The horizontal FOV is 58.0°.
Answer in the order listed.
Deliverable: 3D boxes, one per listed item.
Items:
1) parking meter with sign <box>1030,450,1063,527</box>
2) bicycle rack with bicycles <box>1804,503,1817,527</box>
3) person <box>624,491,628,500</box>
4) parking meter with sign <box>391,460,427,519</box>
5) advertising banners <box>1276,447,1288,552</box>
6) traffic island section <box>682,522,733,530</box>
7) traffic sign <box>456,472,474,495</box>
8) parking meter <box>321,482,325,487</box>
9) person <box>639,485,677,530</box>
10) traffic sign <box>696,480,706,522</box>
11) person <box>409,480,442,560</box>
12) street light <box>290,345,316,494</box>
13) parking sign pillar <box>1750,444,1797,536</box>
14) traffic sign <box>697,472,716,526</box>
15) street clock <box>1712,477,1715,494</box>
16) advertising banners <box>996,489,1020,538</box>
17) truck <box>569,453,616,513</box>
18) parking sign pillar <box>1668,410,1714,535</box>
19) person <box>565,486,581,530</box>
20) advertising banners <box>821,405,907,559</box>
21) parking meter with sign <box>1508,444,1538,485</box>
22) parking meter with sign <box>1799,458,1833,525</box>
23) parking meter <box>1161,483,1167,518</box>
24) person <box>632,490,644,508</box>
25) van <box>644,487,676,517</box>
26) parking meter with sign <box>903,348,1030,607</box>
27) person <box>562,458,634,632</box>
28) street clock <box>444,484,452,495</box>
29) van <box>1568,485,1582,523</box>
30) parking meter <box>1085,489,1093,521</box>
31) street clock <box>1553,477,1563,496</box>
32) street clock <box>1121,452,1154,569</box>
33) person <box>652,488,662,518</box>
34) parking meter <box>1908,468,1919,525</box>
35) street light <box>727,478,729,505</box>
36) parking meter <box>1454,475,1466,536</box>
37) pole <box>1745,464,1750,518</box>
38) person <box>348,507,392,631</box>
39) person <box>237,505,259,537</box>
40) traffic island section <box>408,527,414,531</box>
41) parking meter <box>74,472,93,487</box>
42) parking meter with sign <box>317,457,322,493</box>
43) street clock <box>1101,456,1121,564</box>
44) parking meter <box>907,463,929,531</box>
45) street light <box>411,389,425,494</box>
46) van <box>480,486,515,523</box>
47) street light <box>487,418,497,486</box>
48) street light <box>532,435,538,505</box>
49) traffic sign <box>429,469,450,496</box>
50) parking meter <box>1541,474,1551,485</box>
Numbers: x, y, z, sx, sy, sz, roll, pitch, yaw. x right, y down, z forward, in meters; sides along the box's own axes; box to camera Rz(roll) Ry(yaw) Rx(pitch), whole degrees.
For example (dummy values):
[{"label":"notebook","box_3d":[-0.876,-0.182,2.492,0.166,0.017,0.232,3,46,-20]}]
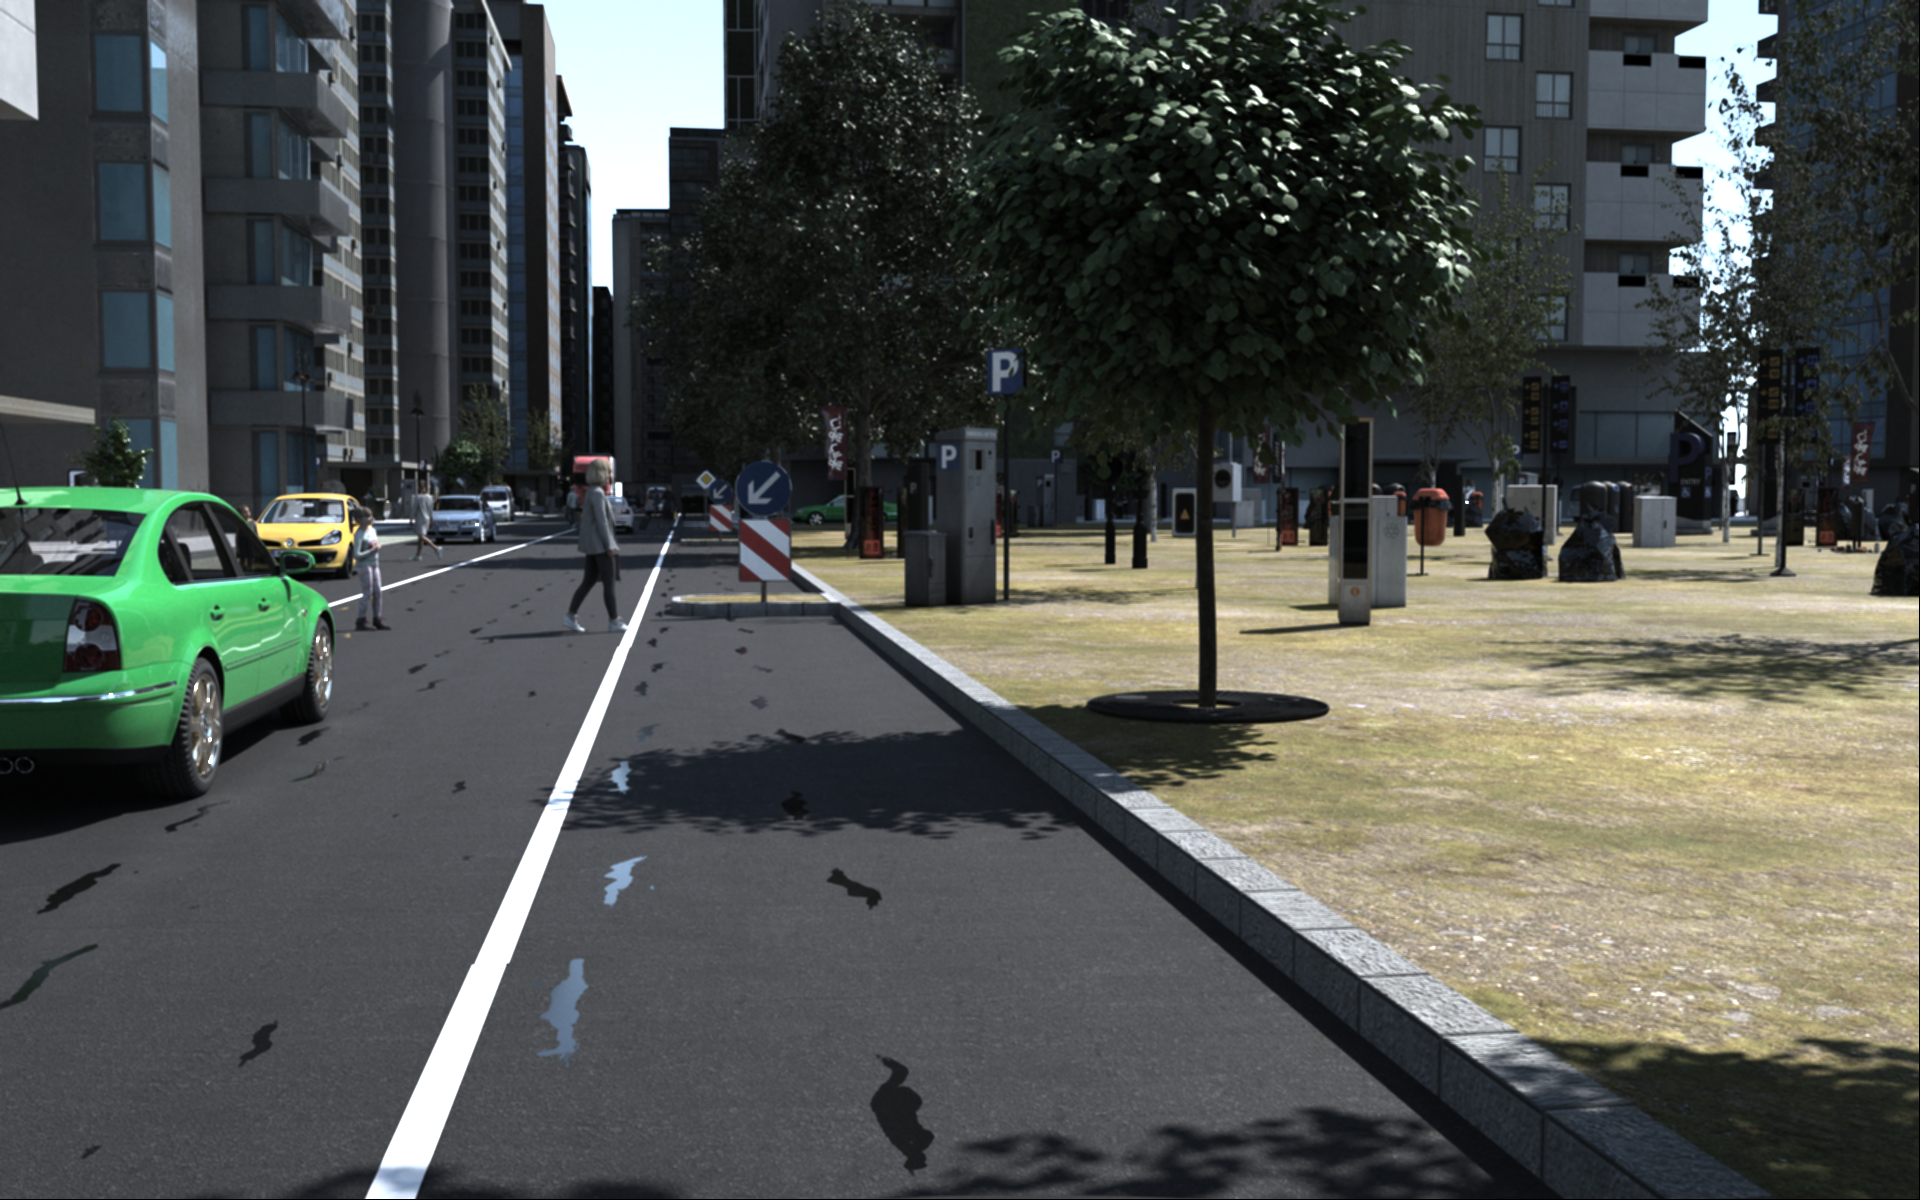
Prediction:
[{"label":"parking meter with sign","box_3d":[3.269,-4.341,67.239,0.543,3.016,1.738,3,4,37]},{"label":"bicycle rack with bicycles","box_3d":[32.955,-3.323,67.719,2.925,0.926,2.852,0,4,0]},{"label":"person","box_3d":[-32.800,-9.812,169.648,0.721,1.743,1.217,-3,5,-39]},{"label":"parking meter with sign","box_3d":[-28.124,-5.630,88.309,1.738,3.016,0.543,-3,5,-40]},{"label":"advertising banners","box_3d":[7.304,-2.645,39.440,0.090,3.025,2.074,1,4,14]},{"label":"traffic island section","box_3d":[-10.285,-2.950,70.517,2.009,0.180,2.903,-1,4,-9]},{"label":"traffic sign","box_3d":[-21.917,-4.470,76.723,0.795,2.450,0.064,-1,4,-9]},{"label":"parking meter","box_3d":[-31.123,-4.842,84.883,0.255,1.863,0.399,-3,5,-41]},{"label":"person","box_3d":[-12.096,-3.725,69.622,1.509,1.804,0.699,1,4,12]},{"label":"traffic sign","box_3d":[-11.546,-4.568,78.325,0.795,2.450,0.064,-1,4,-9]},{"label":"person","box_3d":[-11.530,-1.717,37.325,0.760,1.731,0.466,0,4,1]},{"label":"street light","box_3d":[-20.352,-4.954,53.781,0.468,5.910,1.993,-1,4,-9]},{"label":"parking sign pillar","box_3d":[25.161,-3.964,53.283,1.447,3.967,1.447,-1,4,-10]},{"label":"traffic sign","box_3d":[-10.307,-4.085,70.436,0.795,2.450,0.064,-1,4,-9]},{"label":"street clock","box_3d":[31.011,-4.109,71.753,0.471,2.002,0.358,2,4,25]},{"label":"advertising banners","box_3d":[1.086,-3.307,50.250,0.090,3.025,2.074,3,4,39]},{"label":"truck","box_3d":[-25.547,-8.081,121.037,2.839,4.237,11.283,-1,4,-9]},{"label":"parking sign pillar","box_3d":[23.081,-4.054,54.752,1.447,3.967,1.447,-2,4,-33]},{"label":"person","box_3d":[-15.626,-3.739,70.116,0.515,1.767,0.782,2,4,27]},{"label":"advertising banners","box_3d":[-1.726,-2.331,34.304,2.074,3.025,0.090,-1,4,-16]},{"label":"parking meter with sign","box_3d":[19.968,-3.952,60.869,1.738,3.016,0.543,-3,5,-39]},{"label":"parking meter with sign","box_3d":[35.611,-4.675,72.690,1.738,3.016,0.543,3,4,36]},{"label":"parking meter","box_3d":[10.862,-5.299,92.348,0.255,1.863,0.399,1,4,17]},{"label":"person","box_3d":[-32.918,-10.314,177.221,1.350,1.814,0.705,-1,4,-18]},{"label":"van","box_3d":[-18.761,-6.184,108.124,2.013,2.044,4.112,0,4,-8]},{"label":"parking meter with sign","box_3d":[0.049,-1.465,20.221,0.543,3.016,1.738,3,4,38]},{"label":"person","box_3d":[-3.791,-0.572,18.036,0.728,1.800,0.709,-1,4,-20]},{"label":"street clock","box_3d":[-31.044,-6.149,105.108,0.471,2.002,0.358,2,4,33]},{"label":"van","box_3d":[30.448,-4.492,80.455,4.112,2.044,2.013,-1,4,-9]},{"label":"parking meter","box_3d":[6.550,-4.874,88.099,0.372,1.533,0.369,0,3,0]},{"label":"street clock","box_3d":[25.765,-4.288,74.674,0.358,2.002,0.471,-1,4,-13]},{"label":"street clock","box_3d":[3.102,-1.545,29.835,0.358,2.002,0.471,-2,4,-33]},{"label":"person","box_3d":[-18.243,-5.855,104.255,0.654,1.822,0.581,0,4,-8]},{"label":"parking meter","box_3d":[21.457,-2.023,38.779,0.255,1.863,0.399,0,4,-4]},{"label":"street light","box_3d":[-16.471,-9.169,122.699,0.468,5.910,1.993,-1,4,-9]},{"label":"parking meter","box_3d":[15.201,-2.872,52.675,0.255,1.863,0.399,2,4,33]},{"label":"pole","box_3d":[42.830,-6.134,94.142,0.158,3.312,0.155,0,3,0]},{"label":"person","box_3d":[-6.197,-0.333,18.216,0.394,1.301,0.425,0,4,-3]},{"label":"person","box_3d":[-11.158,-0.854,27.130,0.362,1.253,0.373,-2,4,-31]},{"label":"traffic island section","box_3d":[-20.700,-2.851,68.892,2.009,0.180,2.903,-1,4,-9]},{"label":"parking meter","box_3d":[-22.501,-2.371,44.475,0.255,1.863,0.399,2,4,32]},{"label":"parking meter with sign","box_3d":[-30.444,-5.158,80.591,0.543,3.016,1.738,1,4,16]},{"label":"street clock","box_3d":[2.762,-1.665,31.789,0.471,2.002,0.358,0,4,6]},{"label":"parking meter","box_3d":[-0.803,-1.666,32.949,0.255,1.863,0.399,-3,5,-43]},{"label":"street light","box_3d":[-23.942,-6.348,76.580,0.468,5.910,1.993,-1,4,-9]},{"label":"van","box_3d":[-23.559,-4.941,87.804,2.013,2.044,4.112,-1,4,-10]},{"label":"street light","box_3d":[-28.614,-8.142,105.912,0.468,5.910,1.993,-1,4,-9]},{"label":"street light","box_3d":[-33.187,-9.953,135.515,0.468,5.910,1.993,-1,4,-9]},{"label":"traffic sign","box_3d":[-20.678,-3.987,68.834,0.795,2.450,0.064,-1,4,-9]},{"label":"parking meter","box_3d":[17.150,-2.755,50.750,0.255,1.863,0.399,1,4,15]}]
